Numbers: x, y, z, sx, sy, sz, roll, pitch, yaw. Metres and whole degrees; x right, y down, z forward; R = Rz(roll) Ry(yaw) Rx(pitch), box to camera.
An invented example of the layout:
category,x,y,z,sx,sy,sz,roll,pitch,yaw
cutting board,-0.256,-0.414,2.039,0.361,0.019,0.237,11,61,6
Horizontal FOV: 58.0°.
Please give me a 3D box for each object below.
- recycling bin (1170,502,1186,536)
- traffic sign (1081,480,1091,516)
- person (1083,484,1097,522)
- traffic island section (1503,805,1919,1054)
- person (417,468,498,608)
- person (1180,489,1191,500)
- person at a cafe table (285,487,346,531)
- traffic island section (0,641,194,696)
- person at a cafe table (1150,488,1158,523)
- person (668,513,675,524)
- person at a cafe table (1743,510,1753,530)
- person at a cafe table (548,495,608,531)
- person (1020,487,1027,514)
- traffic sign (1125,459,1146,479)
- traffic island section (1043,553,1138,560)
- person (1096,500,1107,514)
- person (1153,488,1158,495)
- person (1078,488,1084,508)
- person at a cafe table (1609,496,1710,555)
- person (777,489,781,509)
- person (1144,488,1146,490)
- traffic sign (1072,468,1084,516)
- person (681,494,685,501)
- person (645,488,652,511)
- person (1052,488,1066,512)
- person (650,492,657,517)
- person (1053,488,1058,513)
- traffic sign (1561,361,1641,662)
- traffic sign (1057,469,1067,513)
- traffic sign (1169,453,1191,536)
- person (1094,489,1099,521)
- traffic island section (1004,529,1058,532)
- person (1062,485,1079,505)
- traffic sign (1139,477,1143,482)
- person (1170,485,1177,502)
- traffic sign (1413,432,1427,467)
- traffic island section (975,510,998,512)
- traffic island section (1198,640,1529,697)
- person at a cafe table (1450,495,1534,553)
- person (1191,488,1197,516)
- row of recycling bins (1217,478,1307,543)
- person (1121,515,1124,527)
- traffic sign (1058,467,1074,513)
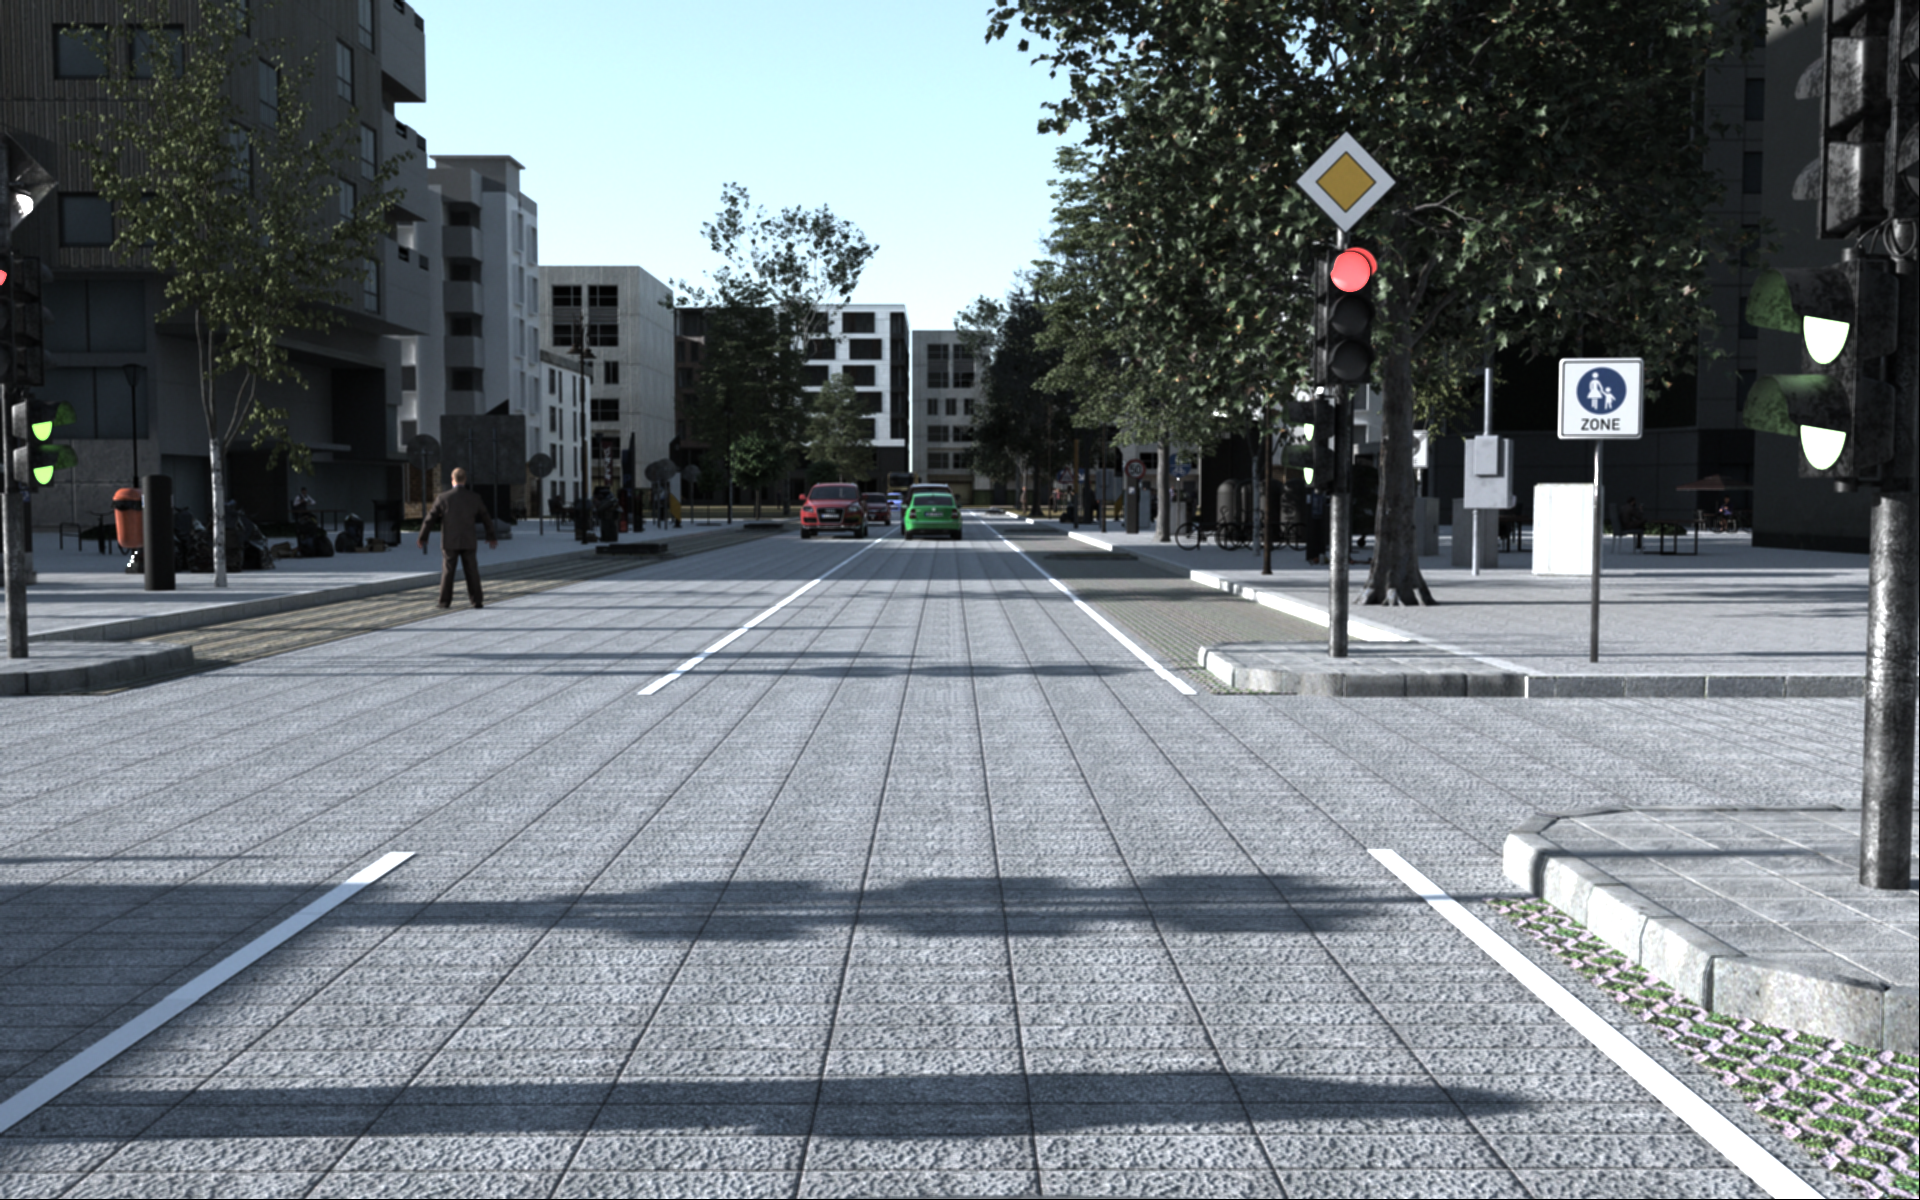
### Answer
category,x,y,z,sx,sy,sz,roll,pitch,yaw
recycling bin,6.622,-2.524,53.822,0.722,1.027,0.722,0,4,-1
traffic sign,5.973,-5.187,84.814,0.884,2.594,0.081,0,4,5
person,5.959,-4.427,78.982,0.990,1.755,0.434,-3,5,-42
traffic island section,3.054,1.015,5.680,2.009,0.180,2.903,0,4,0
person,-6.303,-0.774,21.705,0.990,1.755,0.434,-2,4,-24
person,21.422,-9.633,164.324,1.217,1.735,0.721,3,5,41
person at a cafe table,-22.256,-3.106,59.301,1.622,1.524,1.698,2,4,33
traffic island section,-7.418,0.531,13.605,2.009,0.180,2.903,0,4,0
person at a cafe table,7.739,-3.772,70.179,1.698,1.524,1.622,1,4,13
person,-12.334,-4.181,74.528,0.434,1.807,0.598,-1,4,-22
person at a cafe table,28.636,-3.062,60.922,1.698,1.238,1.726,1,4,10
person at a cafe table,-12.966,-2.992,59.779,1.726,1.238,1.698,1,4,22
person,4.151,-6.488,112.668,0.434,1.755,0.990,0,4,2
traffic sign,6.352,-3.833,62.783,0.768,2.556,0.104,0,4,1
traffic island section,2.845,-0.946,38.329,1.991,0.108,1.994,0,4,0
person,9.097,-6.372,113.478,1.065,1.426,0.557,1,4,17
person,17.519,-9.200,156.465,1.348,1.823,0.705,0,4,6
person,11.504,-9.524,161.395,0.705,1.869,1.348,3,5,40
person at a cafe table,14.735,-1.591,36.876,1.726,1.238,1.698,0,4,-1
person,-15.207,-8.480,145.605,0.530,1.710,0.541,3,4,36
person,14.589,-7.936,136.343,0.990,1.755,0.434,1,4,20
traffic sign,5.859,-5.159,84.460,0.768,2.556,0.104,0,4,6
person,-27.572,-9.912,170.663,0.705,1.812,1.348,-3,5,-43
person,-23.370,-7.618,131.307,1.217,1.735,0.721,1,4,16
person,7.054,-7.187,124.264,1.217,1.743,0.721,1,4,20
person,-16.877,-5.462,96.060,0.721,1.736,1.217,-3,4,-37
person,6.627,-6.852,118.869,0.445,1.727,0.742,-2,4,-33
traffic sign,4.833,-0.673,13.132,0.606,2.300,0.079,0,4,7
traffic sign,5.298,-5.387,88.181,0.768,2.556,0.104,0,4,7
traffic sign,6.714,-3.248,53.212,0.768,2.556,0.104,0,4,4
person,6.471,-4.536,82.423,0.614,1.554,0.590,-1,4,-22
traffic island section,2.678,-2.606,65.471,1.991,0.108,1.994,0,4,0
person,5.798,-5.123,90.518,1.217,1.735,0.721,3,5,44
traffic sign,8.457,-5.121,83.828,0.768,2.556,0.104,0,4,2
person,13.738,-6.442,111.241,0.599,1.838,0.709,2,4,31
traffic sign,7.238,-1.582,27.995,0.606,2.300,0.079,1,4,8
traffic island section,2.197,-7.316,142.481,1.991,0.108,1.994,0,4,0
traffic island section,3.004,0.527,13.665,2.009,0.180,2.903,0,4,0
person at a cafe table,12.156,-1.845,38.688,1.698,1.524,1.622,-2,4,-26
person,11.290,-4.632,83.980,0.471,1.553,0.569,1,4,17
row of recycling bins,8.112,-2.407,46.470,1.069,1.692,3.534,-2,4,-28
person,6.583,-3.300,68.280,0.655,0.850,0.859,2,4,30
traffic sign,5.123,-5.064,82.799,0.884,2.594,0.081,0,4,7
